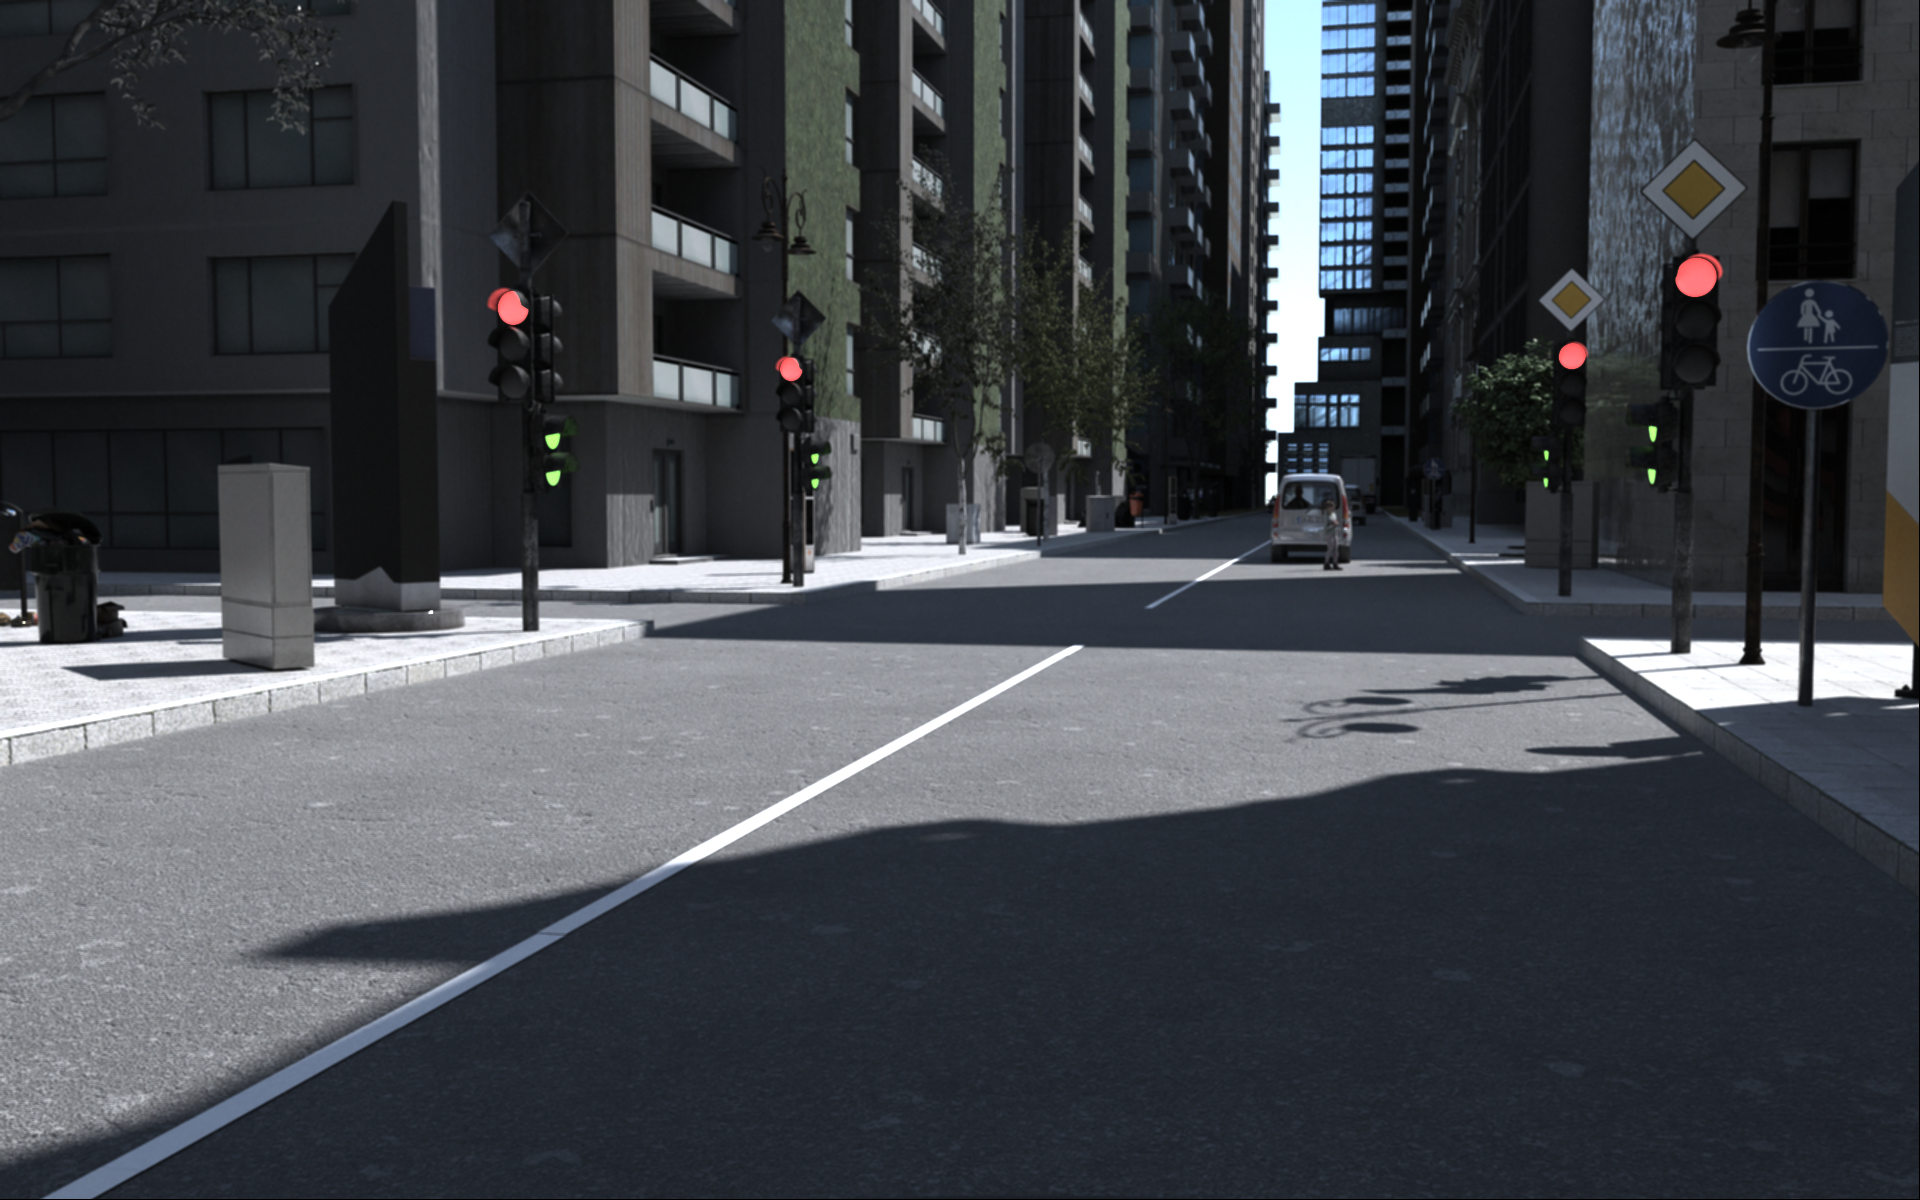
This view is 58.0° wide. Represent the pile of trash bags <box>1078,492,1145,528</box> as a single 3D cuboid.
[{"bbox_3d":[5.986,-3.444,66.066,1.912,1.369,3.447,-2,4,-27],"label":"pile of trash bags"}]

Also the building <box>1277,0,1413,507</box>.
[{"bbox_3d":[50.689,-53.392,185.623,31.000,86.520,22.319,1,4,13],"label":"building"}]

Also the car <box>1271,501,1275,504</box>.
[{"bbox_3d":[20.668,-5.914,109.062,2.083,1.381,4.827,1,4,11],"label":"car"}]

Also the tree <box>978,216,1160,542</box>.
[{"bbox_3d":[2.536,-5.869,46.322,4.737,8.622,4.395,0,3,0],"label":"tree"}]

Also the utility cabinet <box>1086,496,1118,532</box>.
[{"bbox_3d":[4.751,-2.896,58.513,1.020,1.237,0.306,-2,4,-31],"label":"utility cabinet"}]

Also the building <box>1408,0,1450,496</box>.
[{"bbox_3d":[44.510,-30.741,122.227,23.786,49.044,30.456,1,4,13],"label":"building"}]

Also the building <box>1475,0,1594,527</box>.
[{"bbox_3d":[25.334,-16.144,57.455,14.314,27.812,24.014,1,4,13],"label":"building"}]

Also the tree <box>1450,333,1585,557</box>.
[{"bbox_3d":[11.789,-3.174,35.606,4.285,4.588,4.351,0,3,0],"label":"tree"}]

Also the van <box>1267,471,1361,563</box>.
[{"bbox_3d":[7.640,-1.864,37.495,2.013,2.044,4.112,1,4,13],"label":"van"}]

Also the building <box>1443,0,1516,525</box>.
[{"bbox_3d":[30.275,-17.988,81.495,14.401,28.519,23.554,1,4,13],"label":"building"}]

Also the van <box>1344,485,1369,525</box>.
[{"bbox_3d":[18.033,-4.506,80.687,2.013,2.044,4.112,1,4,12],"label":"van"}]

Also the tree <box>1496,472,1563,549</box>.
[{"bbox_3d":[13.528,-2.815,40.621,1.663,3.219,1.824,0,3,0],"label":"tree"}]

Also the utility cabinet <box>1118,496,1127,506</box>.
[{"bbox_3d":[6.600,-3.684,71.389,0.306,1.237,1.020,-1,4,-10],"label":"utility cabinet"}]

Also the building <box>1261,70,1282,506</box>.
[{"bbox_3d":[20.351,-35.119,193.800,30.456,49.044,23.786,1,4,13],"label":"building"}]

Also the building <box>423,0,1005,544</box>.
[{"bbox_3d":[-6.780,-22.676,54.340,14.154,41.232,14.086,1,4,13],"label":"building"}]

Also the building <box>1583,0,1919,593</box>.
[{"bbox_3d":[18.854,-10.435,25.361,16.860,20.320,10.420,1,4,13],"label":"building"}]

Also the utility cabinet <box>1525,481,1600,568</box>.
[{"bbox_3d":[10.383,-1.296,29.871,1.173,1.500,0.318,3,5,40],"label":"utility cabinet"}]

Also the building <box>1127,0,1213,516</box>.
[{"bbox_3d":[4.744,-30.259,114.337,23.786,49.044,30.456,1,4,13],"label":"building"}]

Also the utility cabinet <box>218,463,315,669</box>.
[{"bbox_3d":[-5.194,-0.263,12.971,0.318,1.500,1.173,-3,5,-40],"label":"utility cabinet"}]

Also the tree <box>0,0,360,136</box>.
[{"bbox_3d":[-6.135,-6.058,9.427,12.009,13.543,11.850,0,3,0],"label":"tree"}]

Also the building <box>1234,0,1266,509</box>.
[{"bbox_3d":[17.488,-44.234,161.472,20.611,71.187,20.563,1,4,13],"label":"building"}]

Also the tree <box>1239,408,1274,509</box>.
[{"bbox_3d":[24.585,-11.934,145.482,4.360,8.622,3.978,0,3,0],"label":"tree"}]

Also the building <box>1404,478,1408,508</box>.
[{"bbox_3d":[48.238,-29.074,158.956,14.154,41.232,14.086,1,4,13],"label":"building"}]

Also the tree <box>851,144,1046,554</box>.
[{"bbox_3d":[-0.040,-5.262,36.391,4.360,8.622,3.978,0,3,0],"label":"tree"}]

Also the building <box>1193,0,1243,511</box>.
[{"bbox_3d":[14.582,-29.698,135.679,14.600,45.320,14.200,1,4,13],"label":"building"}]

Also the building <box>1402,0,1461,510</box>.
[{"bbox_3d":[44.834,-30.276,145.127,14.600,45.320,14.200,1,4,13],"label":"building"}]

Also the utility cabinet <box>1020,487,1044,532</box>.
[{"bbox_3d":[2.395,-2.999,57.705,0.318,1.500,1.173,-2,4,-25],"label":"utility cabinet"}]

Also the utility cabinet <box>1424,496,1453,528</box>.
[{"bbox_3d":[18.366,-3.384,66.484,1.020,1.237,0.306,0,4,-2],"label":"utility cabinet"}]

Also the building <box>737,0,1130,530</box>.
[{"bbox_3d":[-0.464,-23.970,75.512,14.154,41.232,14.086,1,4,13],"label":"building"}]

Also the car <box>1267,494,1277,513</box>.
[{"bbox_3d":[24.675,-7.423,133.375,2.014,1.417,4.499,1,4,13],"label":"car"}]

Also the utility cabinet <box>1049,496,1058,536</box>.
[{"bbox_3d":[2.875,-2.604,53.730,0.306,1.237,1.020,0,4,1],"label":"utility cabinet"}]

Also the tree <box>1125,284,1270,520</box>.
[{"bbox_3d":[11.854,-9.891,87.471,9.928,11.665,9.643,0,3,0],"label":"tree"}]

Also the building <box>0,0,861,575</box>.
[{"bbox_3d":[-10.591,-21.346,32.597,14.154,41.232,14.086,1,4,13],"label":"building"}]
